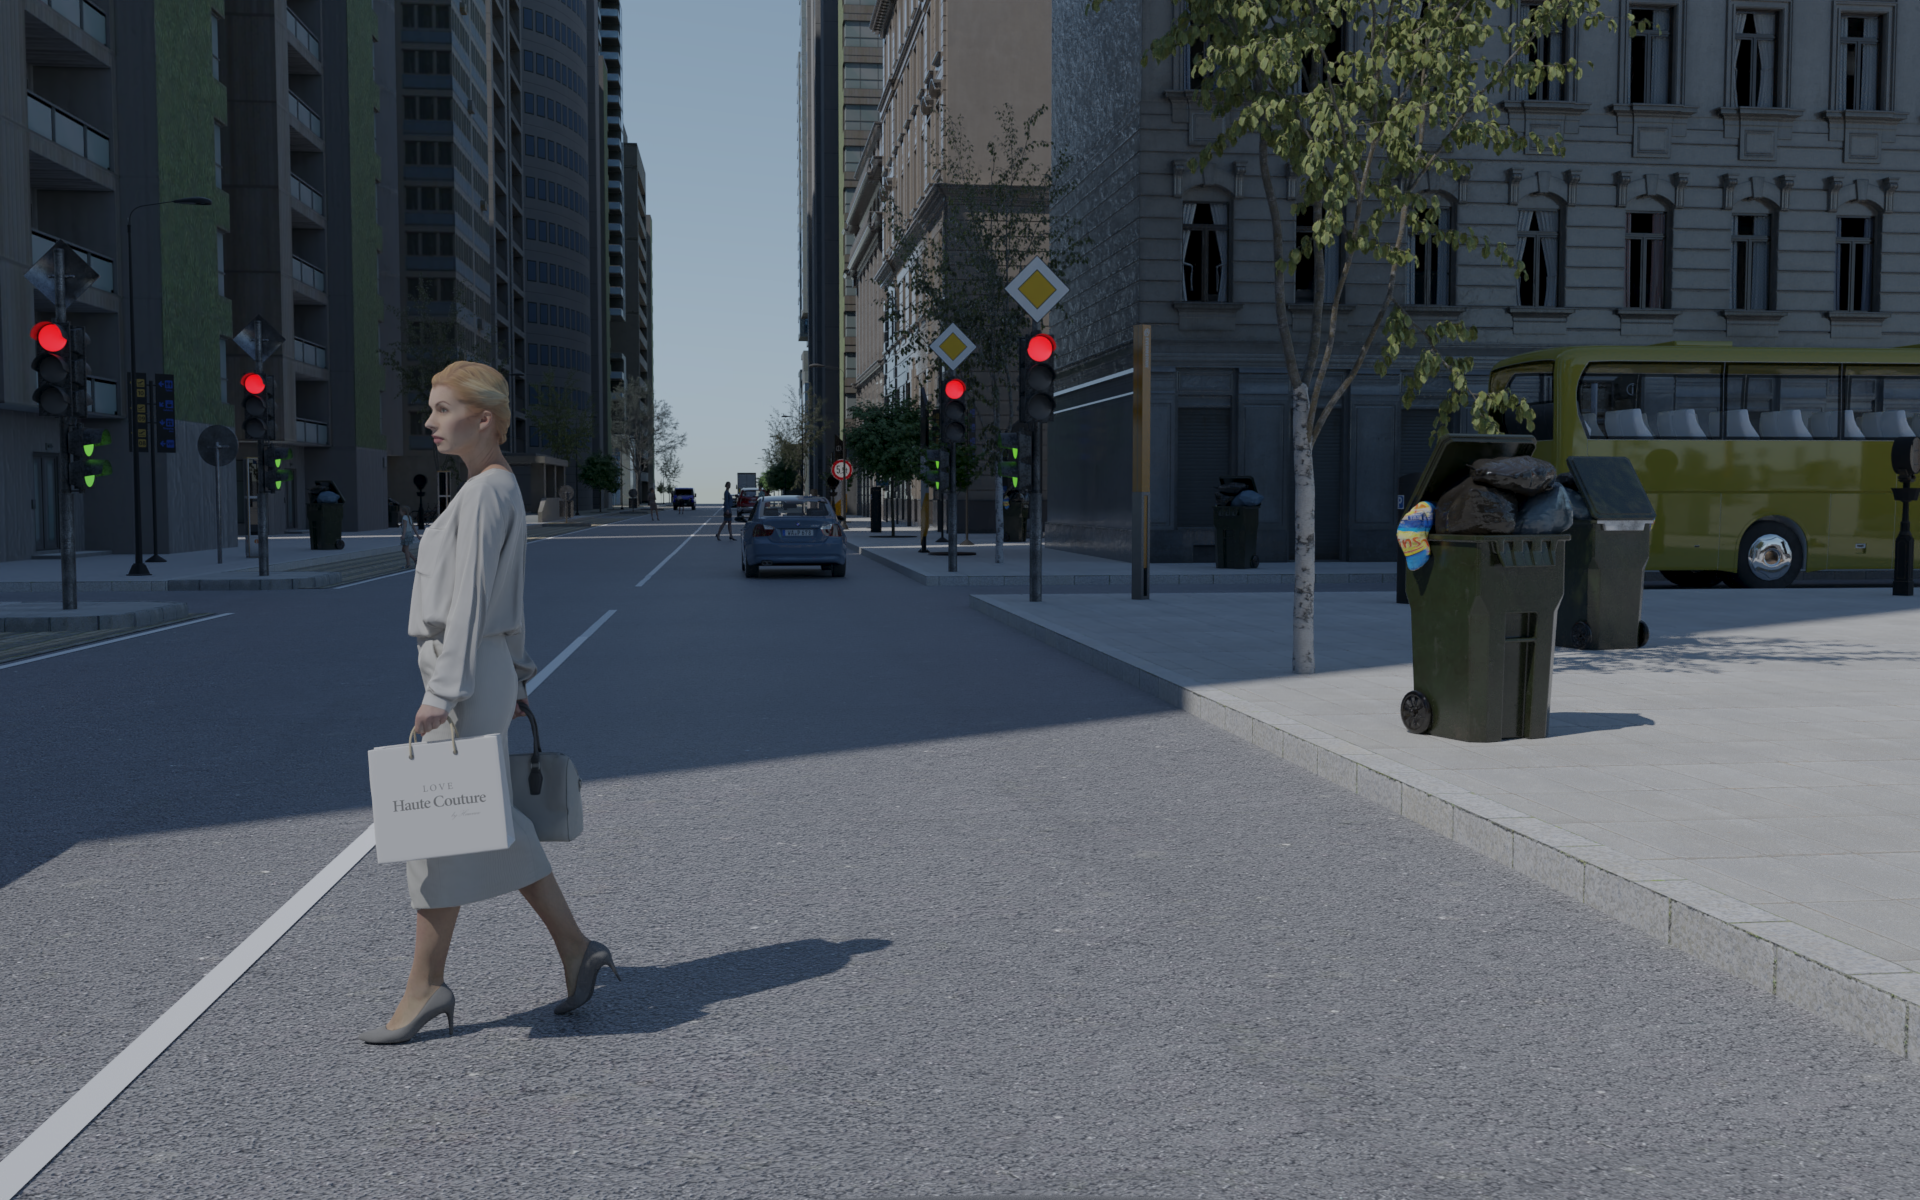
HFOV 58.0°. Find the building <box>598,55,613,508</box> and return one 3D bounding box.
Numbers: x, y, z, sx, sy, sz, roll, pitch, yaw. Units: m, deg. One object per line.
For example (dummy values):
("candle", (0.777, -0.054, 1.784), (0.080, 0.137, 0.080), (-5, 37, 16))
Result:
("building", (-39.157, -28.892, 155.974), (14.154, 41.232, 14.086), (0, 4, -7))

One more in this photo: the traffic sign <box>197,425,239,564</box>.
("traffic sign", (-13.656, -1.944, 31.884), (0.768, 2.556, 0.104), (0, 4, 2))

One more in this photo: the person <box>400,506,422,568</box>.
("person", (-10.555, -1.203, 33.186), (0.382, 1.210, 0.505), (0, 4, -2))

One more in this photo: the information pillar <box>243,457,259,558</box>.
("information pillar", (-14.167, -1.851, 34.753), (0.304, 2.012, 0.304), (-3, 4, -36))

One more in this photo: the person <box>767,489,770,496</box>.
("person", (-13.768, -7.125, 124.936), (0.705, 1.831, 1.348), (0, 4, -1))

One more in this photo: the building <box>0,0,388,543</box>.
("building", (-27.150, -22.709, 54.882), (14.154, 41.232, 14.086), (0, 4, -7))

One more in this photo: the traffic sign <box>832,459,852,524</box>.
("traffic sign", (-4.330, -3.885, 63.628), (0.768, 2.556, 0.104), (0, 4, -4))

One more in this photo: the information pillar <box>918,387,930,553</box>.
("information pillar", (-0.770, -2.838, 37.756), (0.183, 3.616, 0.504), (-1, 4, -14))

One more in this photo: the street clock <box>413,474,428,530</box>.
("street clock", (-19.425, -3.538, 62.414), (0.471, 2.002, 0.358), (0, 4, -1))

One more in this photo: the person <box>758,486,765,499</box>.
("person", (-10.531, -5.118, 92.036), (0.748, 1.841, 0.638), (3, 5, 41))

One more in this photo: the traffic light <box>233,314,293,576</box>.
("traffic light", (-10.909, -2.334, 27.075), (0.839, 4.253, 0.868), (0, 4, -7))

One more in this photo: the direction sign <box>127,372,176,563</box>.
("direction sign", (-15.152, -2.479, 32.531), (0.379, 3.537, 0.876), (3, 4, 38))

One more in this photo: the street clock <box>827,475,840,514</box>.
("street clock", (-4.758, -3.697, 65.009), (0.471, 2.002, 0.358), (-1, 4, -9))

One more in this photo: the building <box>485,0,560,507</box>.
("building", (-36.569, -41.057, 109.541), (20.563, 71.187, 20.611), (0, 4, -7))

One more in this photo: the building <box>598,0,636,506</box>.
("building", (-48.790, -54.215, 199.080), (22.319, 86.520, 31.000), (0, 4, -7))

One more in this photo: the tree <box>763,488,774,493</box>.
("tree", (-26.948, -15.156, 242.404), (1.663, 3.219, 1.824), (0, 3, 0))

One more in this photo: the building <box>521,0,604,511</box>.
("building", (-39.664, -36.214, 134.097), (21.231, 58.520, 28.212), (0, 4, -7))

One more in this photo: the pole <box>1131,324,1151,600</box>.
("pole", (2.197, -1.660, 20.985), (0.158, 3.312, 0.155), (0, 3, 0))

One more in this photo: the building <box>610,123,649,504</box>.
("building", (-52.188, -36.854, 226.271), (21.300, 48.544, 21.600), (0, 4, -7))

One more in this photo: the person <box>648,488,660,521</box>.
("person", (-16.563, -5.188, 93.658), (0.599, 1.781, 0.374), (1, 4, 15))

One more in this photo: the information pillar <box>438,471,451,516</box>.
("information pillar", (-16.385, -3.093, 55.063), (0.304, 2.012, 0.304), (0, 4, 5))

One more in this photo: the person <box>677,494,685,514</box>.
("person", (-20.005, -6.859, 123.835), (0.799, 1.438, 0.628), (1, 4, 19))

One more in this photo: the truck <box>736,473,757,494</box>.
("truck", (-28.468, -14.808, 231.017), (2.839, 4.237, 11.283), (0, 4, -7))

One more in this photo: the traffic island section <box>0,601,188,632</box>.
("traffic island section", (-9.928, 0.183, 19.285), (2.009, 0.180, 2.903), (0, 4, -7))

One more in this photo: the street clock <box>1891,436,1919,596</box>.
("street clock", (11.921, -1.056, 21.836), (0.471, 2.002, 0.358), (-3, 5, -42))

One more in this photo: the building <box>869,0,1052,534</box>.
("building", (3.602, -16.549, 67.836), (12.463, 27.353, 25.104), (0, 4, -7))

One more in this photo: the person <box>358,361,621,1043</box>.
("person", (-1.248, 0.261, 4.587), (0.624, 1.780, 0.694), (0, 4, 3))

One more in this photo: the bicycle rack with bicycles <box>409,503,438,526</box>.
("bicycle rack with bicycles", (-21.069, -3.484, 70.353), (2.925, 0.926, 2.852), (-2, 4, -24))

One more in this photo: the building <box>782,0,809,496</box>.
("building", (-14.095, -57.081, 245.945), (22.319, 86.520, 31.000), (0, 4, -7))

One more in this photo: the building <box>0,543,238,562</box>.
("building", (-23.608, -21.377, 33.111), (14.154, 41.232, 14.086), (0, 4, -7))

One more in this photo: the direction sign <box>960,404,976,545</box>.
("direction sign", (0.177, -3.148, 43.473), (0.379, 3.537, 0.876), (2, 4, 27))

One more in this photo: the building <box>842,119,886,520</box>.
("building", (1.091, -15.331, 92.459), (13.314, 21.916, 24.055), (0, 4, -7))

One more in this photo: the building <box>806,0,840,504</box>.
("building", (-3.888, -38.005, 163.385), (21.231, 58.520, 28.212), (0, 4, -7))

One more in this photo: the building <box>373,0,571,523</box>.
("building", (-35.552, -23.802, 81.044), (32.217, 40.220, 23.993), (0, 4, -7))

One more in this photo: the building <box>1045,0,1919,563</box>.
("building", (11.464, -11.498, 37.144), (18.267, 20.994, 9.793), (0, 4, -7))

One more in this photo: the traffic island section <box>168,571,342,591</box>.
("traffic island section", (-10.950, -0.301, 27.205), (2.009, 0.180, 2.903), (0, 4, -7))

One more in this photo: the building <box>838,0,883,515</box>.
("building", (-1.051, -26.333, 114.135), (14.154, 41.232, 14.086), (0, 4, -7))

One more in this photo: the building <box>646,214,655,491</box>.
("building", (-50.856, -34.368, 245.508), (14.154, 41.232, 14.086), (0, 4, -7))

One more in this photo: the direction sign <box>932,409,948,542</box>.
("direction sign", (-0.468, -3.304, 46.012), (0.379, 3.537, 0.876), (-3, 4, -36))

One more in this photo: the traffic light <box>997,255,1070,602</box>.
("traffic light", (0.883, -1.935, 20.557), (0.839, 4.253, 0.868), (0, 4, -7))

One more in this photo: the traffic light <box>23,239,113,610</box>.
("traffic light", (-9.887, -1.849, 19.156), (0.839, 4.253, 0.868), (0, 4, -7))

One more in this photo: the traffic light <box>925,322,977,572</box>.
("traffic light", (-0.139, -2.419, 28.477), (0.839, 4.253, 0.868), (0, 4, -7))

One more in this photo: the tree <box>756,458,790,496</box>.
("tree", (-15.948, -10.512, 155.583), (4.285, 4.588, 4.351), (0, 3, 0))

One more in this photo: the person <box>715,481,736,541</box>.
("person", (-7.206, -2.744, 53.389), (0.654, 1.822, 0.581), (1, 4, 14))

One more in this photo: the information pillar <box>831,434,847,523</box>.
("information pillar", (-4.673, -4.671, 67.728), (0.504, 3.616, 0.183), (-1, 4, -16))
